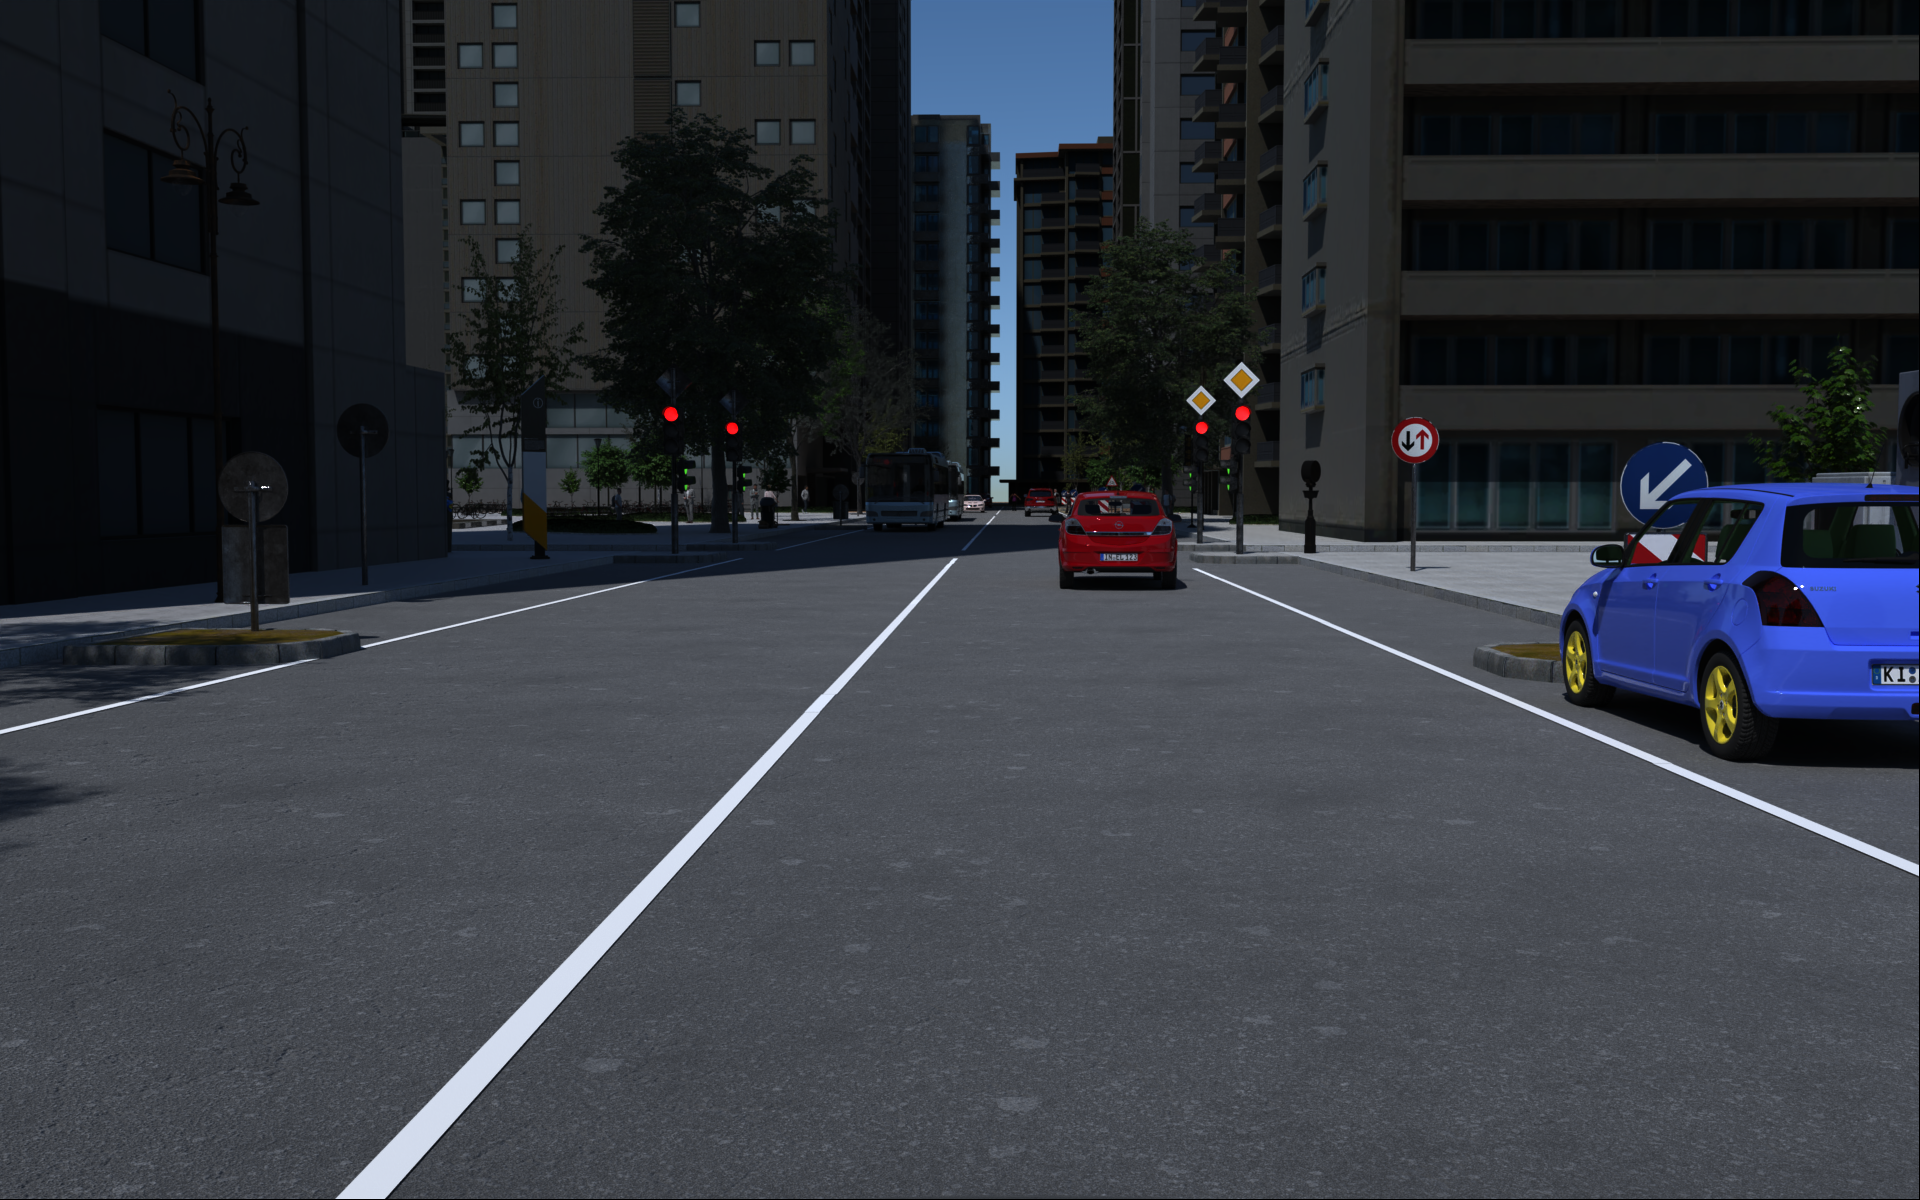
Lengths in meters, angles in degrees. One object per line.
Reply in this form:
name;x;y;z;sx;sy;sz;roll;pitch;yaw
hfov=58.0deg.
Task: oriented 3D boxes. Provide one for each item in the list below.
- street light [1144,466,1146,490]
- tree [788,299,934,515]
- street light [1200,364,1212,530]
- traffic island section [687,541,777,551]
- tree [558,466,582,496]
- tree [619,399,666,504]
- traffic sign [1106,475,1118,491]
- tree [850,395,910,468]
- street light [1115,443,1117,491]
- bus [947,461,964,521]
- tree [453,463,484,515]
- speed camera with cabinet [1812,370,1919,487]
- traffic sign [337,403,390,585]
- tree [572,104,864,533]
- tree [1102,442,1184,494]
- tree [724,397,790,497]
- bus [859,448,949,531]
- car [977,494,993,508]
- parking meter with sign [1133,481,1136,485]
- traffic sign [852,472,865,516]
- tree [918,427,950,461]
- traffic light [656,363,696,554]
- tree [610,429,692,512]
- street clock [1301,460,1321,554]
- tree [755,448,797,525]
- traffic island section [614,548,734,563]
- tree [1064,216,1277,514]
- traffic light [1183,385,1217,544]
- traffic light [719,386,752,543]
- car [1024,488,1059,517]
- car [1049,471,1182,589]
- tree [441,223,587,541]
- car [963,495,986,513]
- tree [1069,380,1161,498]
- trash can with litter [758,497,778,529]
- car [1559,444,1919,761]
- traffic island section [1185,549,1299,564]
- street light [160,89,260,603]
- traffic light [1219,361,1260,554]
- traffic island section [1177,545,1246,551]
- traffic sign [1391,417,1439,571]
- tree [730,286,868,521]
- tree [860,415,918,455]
street light;9.691;-7.214;90.736;0.468;5.910;1.993;0;4;2
tree;-6.396;-12.135;108.773;12.009;13.543;11.850;0;3;0
street light;8.677;-5.450;61.902;0.468;5.910;1.993;0;4;2
traffic island section;-5.901;-1.407;45.278;2.009;0.180;2.903;0;4;2
tree;-26.573;-7.543;117.927;1.663;3.219;1.824;0;3;0
tree;-20.688;-10.216;117.388;4.360;8.622;3.978;0;3;0
traffic sign;10.323;-7.202;117.759;0.884;2.594;0.081;1;4;11
tree;-5.785;-10.785;126.702;4.737;8.622;4.395;0;3;0
street light;10.726;-8.971;119.464;0.468;5.910;1.993;0;4;2
bus;-1.232;-6.097;94.543;2.948;3.499;13.247;0;4;2
tree;-29.735;-6.778;105.414;1.663;3.219;1.824;0;3;0
speed camera with cabinet;6.978;-1.125;12.730;0.660;3.252;2.038;0;4;3
traffic sign;-8.391;-1.483;24.347;0.768;2.556;0.104;0;4;5
tree;-7.964;-9.185;56.830;9.857;13.997;8.962;0;3;0
tree;10.544;-6.744;93.980;4.285;4.588;4.351;0;3;0
tree;-11.197;-9.008;97.651;4.360;8.622;3.978;0;3;0
bus;-2.036;-4.612;70.258;2.948;3.499;13.247;0;4;2
car;2.437;-10.493;180.604;2.155;1.783;4.494;0;4;3
parking meter with sign;10.041;-6.239;98.267;0.543;3.016;1.738;0;4;-2
traffic sign;-5.851;-6.070;99.344;0.768;2.556;0.104;1;4;9
tree;-3.161;-14.661;190.067;4.360;8.622;3.978;0;3;0
traffic light;-6.116;-2.950;37.161;0.839;4.253;0.868;0;4;2
tree;-14.948;-6.225;85.495;4.285;4.588;4.351;0;3;0
street clock;7.575;-2.009;37.421;0.358;2.002;0.471;3;5;41
tree;-7.422;-4.690;71.286;1.663;3.219;1.824;0;3;0
traffic island section;-6.155;-0.918;37.297;2.009;0.180;2.903;0;4;2
tree;9.449;-10.531;78.832;9.857;13.997;8.962;0;3;0
traffic light;6.195;-3.416;44.774;0.839;4.253;0.868;0;4;2
traffic light;-5.861;-3.439;45.142;0.839;4.253;0.868;0;4;2
car;5.206;-6.261;111.046;2.281;1.827;5.304;0;4;4
car;2.484;-1.137;27.635;2.155;1.783;4.494;0;4;4
tree;-12.437;-5.961;47.825;4.737;8.622;4.395;0;3;0
car;0.975;-7.441;134.023;2.083;1.381;4.827;0;3;0
tree;10.549;-10.023;114.243;4.737;8.622;4.395;0;3;0
trash can with litter;-7.156;-3.328;65.796;0.624;1.170;1.055;-2;4;-26
car;4.964;-0.061;10.588;1.945;1.707;3.694;0;4;1
traffic island section;5.980;-0.895;36.906;2.009;0.180;2.903;0;4;2
street light;-8.747;-2.910;20.366;0.468;5.910;1.993;0;4;2
traffic light;5.940;-2.928;36.793;0.839;4.253;0.868;0;4;2
traffic island section;6.234;-1.383;44.887;2.009;0.180;2.903;0;4;2
traffic sign;7.529;-1.750;28.714;0.768;2.556;0.104;1;4;11
tree;-8.058;-9.585;82.474;9.928;11.665;9.643;0;3;0
tree;-5.713;-11.117;132.121;4.360;8.622;3.978;0;3;0
